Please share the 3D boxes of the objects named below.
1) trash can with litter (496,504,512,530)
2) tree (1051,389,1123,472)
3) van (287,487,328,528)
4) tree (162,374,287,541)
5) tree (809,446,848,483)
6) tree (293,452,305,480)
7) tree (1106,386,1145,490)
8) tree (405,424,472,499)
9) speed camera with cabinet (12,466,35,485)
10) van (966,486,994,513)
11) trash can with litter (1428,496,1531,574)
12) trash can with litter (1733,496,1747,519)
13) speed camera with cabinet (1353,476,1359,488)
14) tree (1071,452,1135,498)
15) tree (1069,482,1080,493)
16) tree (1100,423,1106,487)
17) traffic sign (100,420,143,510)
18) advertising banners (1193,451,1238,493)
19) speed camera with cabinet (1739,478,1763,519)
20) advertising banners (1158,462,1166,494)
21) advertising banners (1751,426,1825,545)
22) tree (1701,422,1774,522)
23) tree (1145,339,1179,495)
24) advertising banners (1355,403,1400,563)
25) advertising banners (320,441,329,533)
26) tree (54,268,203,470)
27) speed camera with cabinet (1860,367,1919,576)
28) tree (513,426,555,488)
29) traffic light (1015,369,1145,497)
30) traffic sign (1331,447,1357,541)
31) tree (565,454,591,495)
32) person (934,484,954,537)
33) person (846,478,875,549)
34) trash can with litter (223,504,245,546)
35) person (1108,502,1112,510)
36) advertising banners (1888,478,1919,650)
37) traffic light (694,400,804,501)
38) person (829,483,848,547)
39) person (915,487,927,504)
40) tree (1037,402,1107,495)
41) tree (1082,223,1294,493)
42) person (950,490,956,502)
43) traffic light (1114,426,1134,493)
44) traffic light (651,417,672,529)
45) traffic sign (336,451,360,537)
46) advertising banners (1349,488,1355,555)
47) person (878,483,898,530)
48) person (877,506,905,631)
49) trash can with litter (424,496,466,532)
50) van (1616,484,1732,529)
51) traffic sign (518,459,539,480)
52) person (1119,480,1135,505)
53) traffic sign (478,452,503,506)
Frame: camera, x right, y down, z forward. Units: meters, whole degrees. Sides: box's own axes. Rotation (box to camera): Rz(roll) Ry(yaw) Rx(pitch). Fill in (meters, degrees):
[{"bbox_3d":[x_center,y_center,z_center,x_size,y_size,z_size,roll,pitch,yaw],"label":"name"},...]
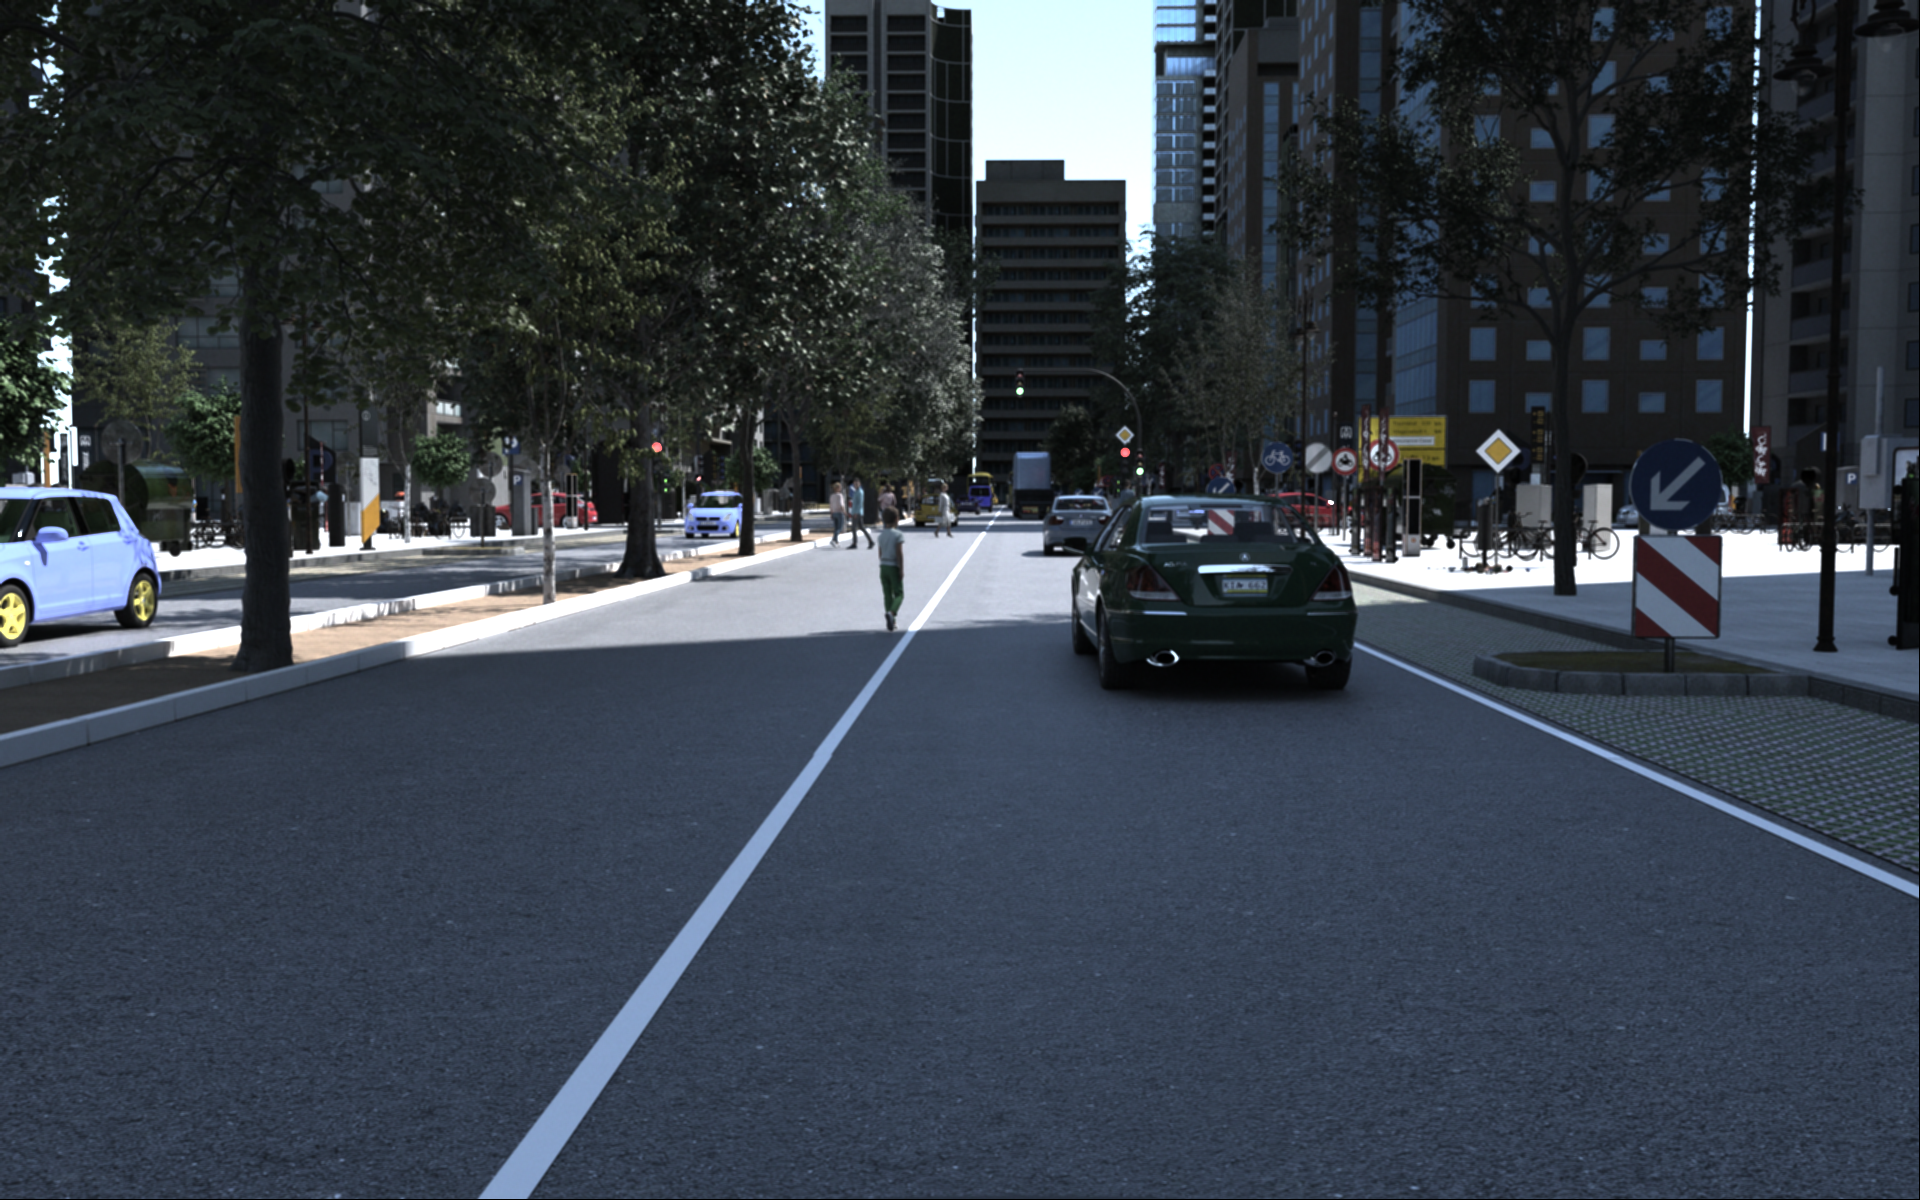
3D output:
[{"bbox_3d":[-15.951,-3.080,61.751,1.055,1.170,0.624,-3,5,-42],"label":"trash can with litter"},{"bbox_3d":[12.187,-13.432,154.023,8.767,10.594,7.601,-1,4,-19],"label":"tree"},{"bbox_3d":[-25.962,-3.734,68.069,4.112,2.044,2.013,0,4,3],"label":"van"},{"bbox_3d":[-20.129,-3.904,47.539,4.285,4.588,4.351,0,3,0],"label":"tree"},{"bbox_3d":[-10.412,-13.689,158.221,7.601,10.594,8.767,0,4,4],"label":"tree"},{"bbox_3d":[-30.328,-5.234,80.175,1.663,3.219,1.824,0,3,0],"label":"tree"},{"bbox_3d":[10.018,-8.648,91.755,4.360,8.622,3.978,0,3,0],"label":"tree"},{"bbox_3d":[-24.468,-5.982,81.525,4.285,4.588,4.351,0,3,0],"label":"tree"},{"bbox_3d":[-39.629,-4.886,74.218,0.660,3.252,2.038,1,4,11],"label":"speed camera with cabinet"},{"bbox_3d":[1.560,-8.018,135.482,2.240,2.365,5.245,0,4,1],"label":"van"},{"bbox_3d":[8.568,-1.076,28.654,1.678,1.210,2.233,1,4,18],"label":"trash can with litter"},{"bbox_3d":[40.155,-4.755,89.138,0.624,1.170,1.055,2,4,29],"label":"trash can with litter"},{"bbox_3d":[19.361,-5.295,80.902,0.660,3.252,2.038,-3,5,-41],"label":"speed camera with cabinet"},{"bbox_3d":[11.312,-8.845,128.322,4.285,4.588,4.351,0,3,0],"label":"tree"},{"bbox_3d":[13.239,-12.492,198.851,1.663,3.219,1.824,0,3,0],"label":"tree"},{"bbox_3d":[10.162,-9.412,104.242,4.360,8.622,3.978,0,3,0],"label":"tree"},{"bbox_3d":[-14.396,-1.812,29.738,0.768,2.556,0.104,0,4,5],"label":"traffic sign"},{"bbox_3d":[10.312,-4.533,70.300,2.074,3.025,0.090,2,4,33],"label":"advertising banners"},{"bbox_3d":[41.427,-5.854,90.056,0.660,3.252,2.038,-1,4,-14],"label":"speed camera with cabinet"},{"bbox_3d":[11.733,-6.042,94.979,2.074,3.025,0.090,-1,4,-21],"label":"advertising banners"},{"bbox_3d":[21.114,-2.926,44.035,0.090,3.025,2.074,-3,5,-43],"label":"advertising banners"},{"bbox_3d":[34.983,-5.810,78.708,4.285,4.588,4.351,0,3,0],"label":"tree"},{"bbox_3d":[8.782,-6.554,57.514,4.360,8.622,3.978,0,3,0],"label":"tree"},{"bbox_3d":[7.961,-2.248,32.936,0.090,3.025,2.074,0,4,-6],"label":"advertising banners"},{"bbox_3d":[-21.287,-3.787,58.101,0.090,3.025,2.074,-1,4,-12],"label":"advertising banners"},{"bbox_3d":[-24.218,-6.154,50.979,4.737,8.622,4.395,0,3,0],"label":"tree"},{"bbox_3d":[14.562,-1.958,26.347,0.660,3.252,2.038,0,4,-5],"label":"speed camera with cabinet"},{"bbox_3d":[-25.223,-9.428,104.516,4.360,8.622,3.978,0,3,0],"label":"tree"},{"bbox_3d":[4.391,-5.396,62.890,4.771,5.953,1.251,0,4,2],"label":"traffic light"},{"bbox_3d":[10.458,-2.873,47.072,0.768,2.556,0.104,0,4,8],"label":"traffic sign"},{"bbox_3d":[-18.373,-5.429,83.359,1.663,3.219,1.824,0,3,0],"label":"tree"},{"bbox_3d":[-0.535,-2.966,57.342,0.624,1.780,0.694,2,4,34],"label":"person"},{"bbox_3d":[-2.597,-2.245,45.073,0.748,1.841,0.638,0,4,3],"label":"person"},{"bbox_3d":[-17.953,-1.963,43.490,0.624,1.170,1.055,1,4,18],"label":"trash can with litter"},{"bbox_3d":[4.246,-2.262,50.504,0.505,1.210,0.382,1,4,21],"label":"person"},{"bbox_3d":[8.511,-1.132,14.700,2.074,3.025,0.090,-2,4,-34],"label":"advertising banners"},{"bbox_3d":[-8.684,-5.918,71.433,4.771,5.953,1.251,0,4,2],"label":"traffic light"},{"bbox_3d":[-3.307,-2.285,46.529,0.731,1.740,0.598,2,4,33],"label":"person"},{"bbox_3d":[-1.890,-4.691,85.559,0.716,1.782,0.532,0,4,1],"label":"person"},{"bbox_3d":[13.893,-18.240,215.232,9.611,12.733,9.660,0,3,0],"label":"tree"},{"bbox_3d":[10.475,-10.703,81.643,9.857,13.997,8.962,0,3,0],"label":"tree"},{"bbox_3d":[-0.713,-9.704,167.238,0.705,1.814,1.350,1,4,18],"label":"person"},{"bbox_3d":[6.726,-5.017,70.950,0.839,4.253,0.868,0,4,2],"label":"traffic light"},{"bbox_3d":[-11.019,-4.560,63.479,0.839,4.253,0.868,0,4,2],"label":"traffic light"},{"bbox_3d":[-18.288,-3.159,51.760,0.768,2.556,0.104,0,4,5],"label":"traffic sign"},{"bbox_3d":[8.412,-2.411,35.614,0.090,3.025,2.074,0,4,-7],"label":"advertising banners"},{"bbox_3d":[-2.104,-2.640,52.249,0.593,1.750,0.643,-3,5,-39],"label":"person"},{"bbox_3d":[-0.726,-0.330,18.148,0.306,1.304,0.590,1,4,9],"label":"person"},{"bbox_3d":[-18.215,-2.980,59.786,1.678,1.210,2.233,-3,5,-42],"label":"trash can with litter"},{"bbox_3d":[27.690,-3.685,67.254,4.112,2.044,2.013,0,4,2],"label":"van"},{"bbox_3d":[-15.604,-3.824,62.632,0.768,2.556,0.104,0,4,5],"label":"traffic sign"},{"bbox_3d":[4.565,-2.365,47.184,0.581,1.822,0.654,-1,4,-9],"label":"person"},{"bbox_3d":[-14.109,-3.175,52.017,0.768,2.556,0.104,0,4,6],"label":"traffic sign"}]
